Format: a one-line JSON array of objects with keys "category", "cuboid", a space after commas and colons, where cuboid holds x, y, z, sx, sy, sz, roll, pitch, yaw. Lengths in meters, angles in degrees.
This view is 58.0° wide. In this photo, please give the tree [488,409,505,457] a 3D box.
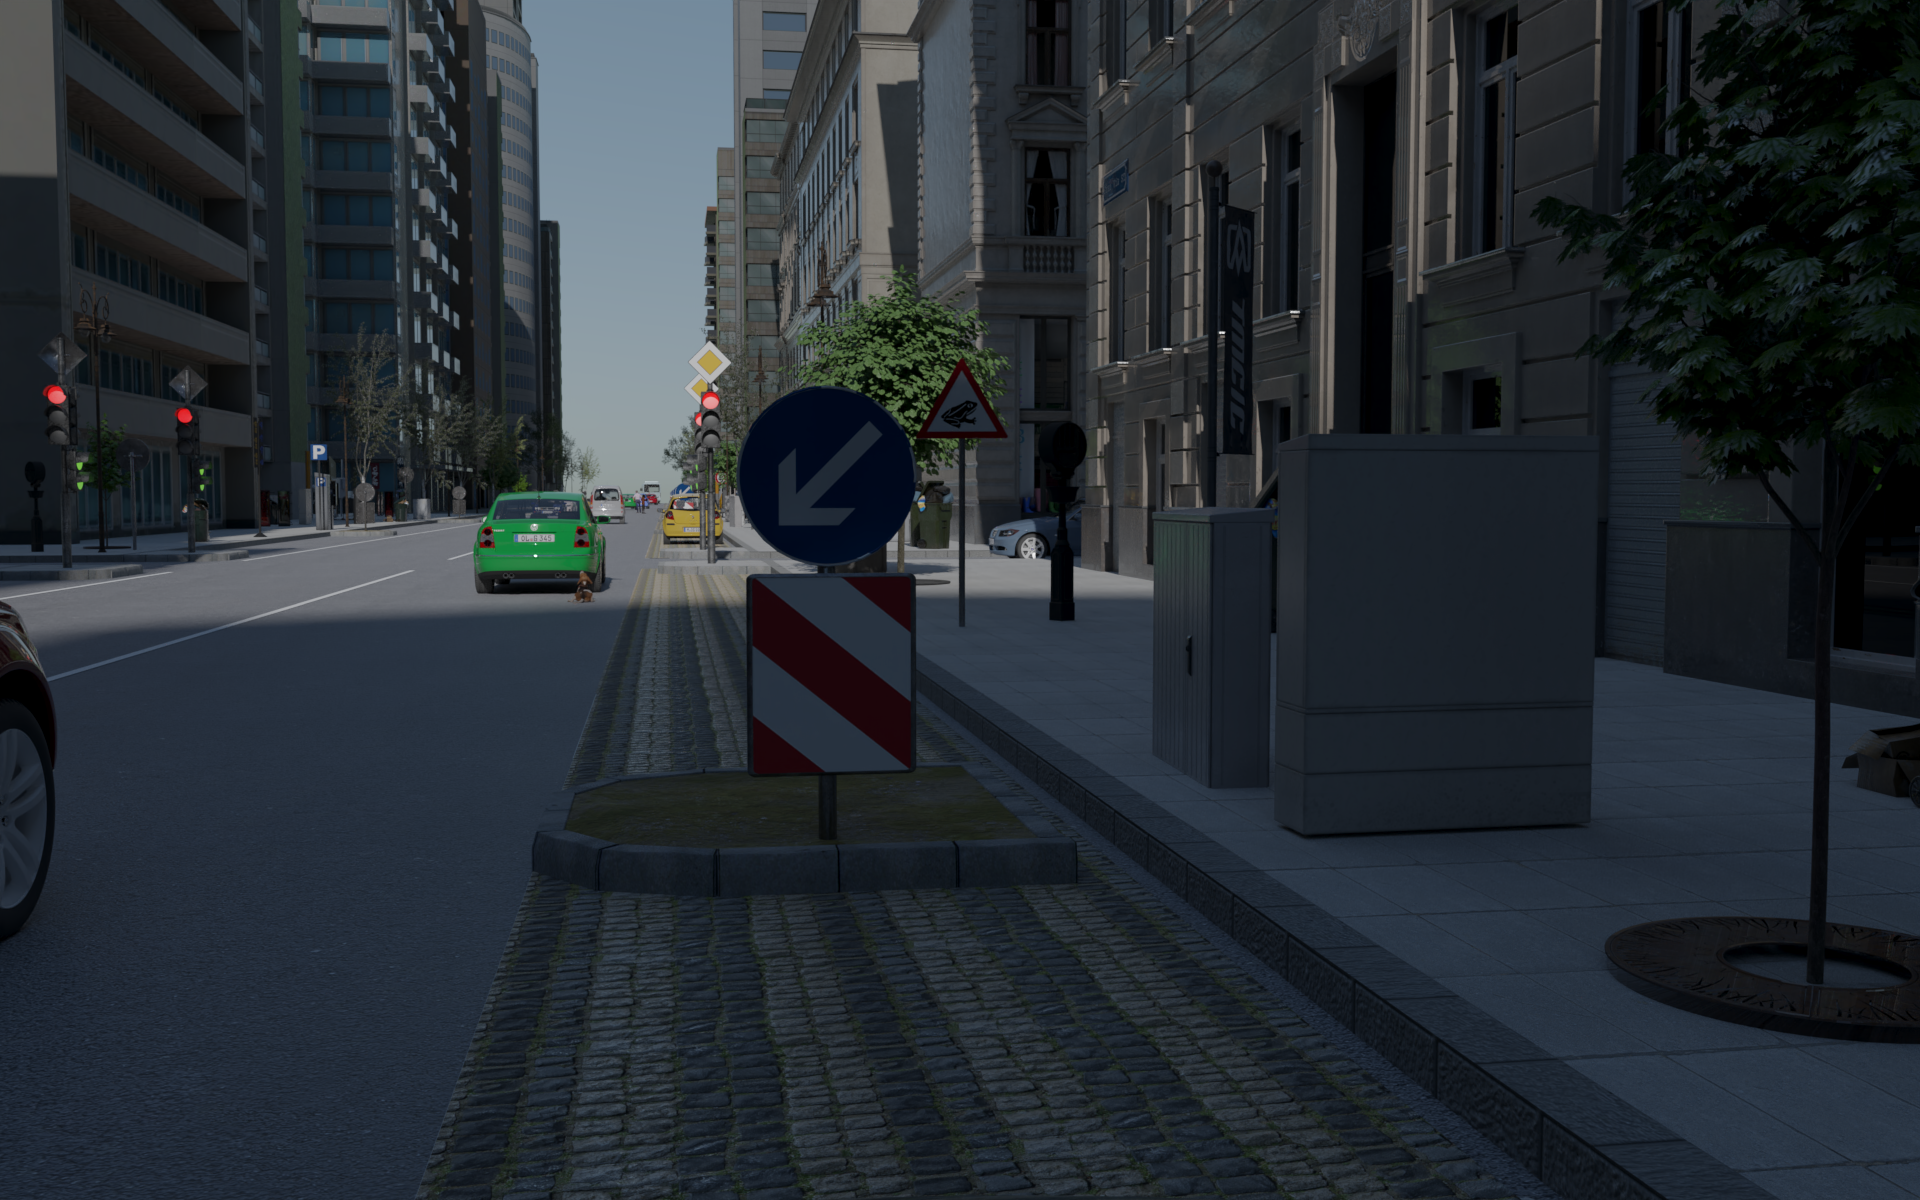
[{"category": "tree", "cuboid": [-30.292, -9.503, 105.731, 4.360, 8.622, 3.978, 0, 3, 0]}]

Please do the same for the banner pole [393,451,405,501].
[{"category": "banner pole", "cuboid": [-32.271, -6.699, 99.541, 0.863, 3.779, 0.401, 1, 4, 17]}]

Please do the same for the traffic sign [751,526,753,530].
[{"category": "traffic sign", "cuboid": [-7.484, -3.806, 62.334, 0.768, 2.556, 0.104, 0, 4, -2]}]

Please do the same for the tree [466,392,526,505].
[{"category": "tree", "cuboid": [-33.769, -10.741, 125.981, 4.737, 8.622, 4.395, 0, 3, 0]}]

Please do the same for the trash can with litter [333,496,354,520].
[{"category": "trash can with litter", "cuboid": [-30.410, -4.520, 84.954, 2.233, 1.210, 1.678, -2, 4, -27]}]

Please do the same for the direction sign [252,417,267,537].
[{"category": "direction sign", "cuboid": [-20.831, -3.636, 51.452, 0.379, 3.537, 0.876, 0, 4, -5]}]

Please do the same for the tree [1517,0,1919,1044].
[{"category": "tree", "cuboid": [2.206, -0.594, 4.318, 1.663, 3.219, 1.824, 0, 3, 0]}]

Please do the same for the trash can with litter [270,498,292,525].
[{"category": "trash can with litter", "cuboid": [-28.477, -3.724, 72.279, 1.055, 1.170, 0.624, -2, 4, -31]}]

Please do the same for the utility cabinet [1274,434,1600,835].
[{"category": "utility cabinet", "cuboid": [1.816, 0.125, 6.639, 1.173, 1.500, 0.318, -1, 4, -11]}]

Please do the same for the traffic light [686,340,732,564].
[{"category": "traffic light", "cuboid": [-4.605, -2.626, 31.859, 0.839, 4.253, 0.868, -1, 4, -10]}]

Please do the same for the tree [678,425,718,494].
[{"category": "tree", "cuboid": [-26.995, -14.006, 179.367, 4.737, 8.622, 4.395, 0, 3, 0]}]

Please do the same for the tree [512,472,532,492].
[{"category": "tree", "cuboid": [-38.219, -9.561, 150.915, 1.663, 3.219, 1.824, 0, 3, 0]}]

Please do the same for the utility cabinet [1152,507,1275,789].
[{"category": "utility cabinet", "cuboid": [1.144, 0.192, 8.021, 0.306, 1.237, 1.020, 0, 4, -8]}]

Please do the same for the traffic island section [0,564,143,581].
[{"category": "traffic island section", "cuboid": [-15.552, -0.481, 30.139, 2.009, 0.180, 2.903, -1, 4, -10]}]

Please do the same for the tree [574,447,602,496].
[{"category": "tree", "cuboid": [-57.123, -19.243, 264.979, 4.737, 8.622, 4.395, 0, 3, 0]}]

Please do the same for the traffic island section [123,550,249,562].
[{"category": "traffic island section", "cuboid": [-16.879, -0.962, 38.014, 2.009, 0.180, 2.903, -1, 4, -10]}]

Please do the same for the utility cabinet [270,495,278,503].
[{"category": "utility cabinet", "cuboid": [-31.249, -4.094, 78.102, 1.020, 1.237, 0.306, 1, 4, 22]}]

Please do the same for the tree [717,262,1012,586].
[{"category": "tree", "cuboid": [-0.936, -2.510, 24.745, 4.285, 4.588, 4.351, 0, 3, 0]}]

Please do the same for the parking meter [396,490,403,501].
[{"category": "parking meter", "cuboid": [-34.644, -6.034, 107.064, 0.372, 1.533, 0.369, 0, 3, 0]}]

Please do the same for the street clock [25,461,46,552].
[{"category": "street clock", "cuboid": [-20.456, -2.066, 38.352, 0.471, 2.002, 0.358, 2, 4, 34]}]

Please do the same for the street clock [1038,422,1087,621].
[{"category": "street clock", "cuboid": [1.036, -0.793, 17.531, 0.471, 2.002, 0.358, -3, 4, -38]}]

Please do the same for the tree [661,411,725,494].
[{"category": "tree", "cuboid": [-29.826, -15.991, 195.871, 8.767, 10.594, 7.601, 0, 4, 3]}]

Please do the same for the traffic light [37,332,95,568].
[{"category": "traffic light", "cuboid": [-15.511, -2.513, 30.012, 0.839, 4.253, 0.868, -1, 4, -10]}]

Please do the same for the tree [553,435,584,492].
[{"category": "tree", "cuboid": [-48.127, -15.960, 211.300, 4.360, 8.622, 3.978, 0, 3, 0]}]

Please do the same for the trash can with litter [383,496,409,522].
[{"category": "trash can with litter", "cuboid": [-25.847, -4.156, 79.331, 1.055, 1.170, 0.624, -3, 4, -36]}]

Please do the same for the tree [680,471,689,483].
[{"category": "tree", "cuboid": [-24.643, -11.357, 169.401, 4.285, 4.588, 4.351, 0, 3, 0]}]

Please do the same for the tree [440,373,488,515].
[{"category": "tree", "cuboid": [-28.094, -8.611, 91.160, 4.360, 8.622, 3.978, 0, 3, 0]}]

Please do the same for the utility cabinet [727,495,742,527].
[{"category": "utility cabinet", "cuboid": [-8.714, -3.433, 67.295, 0.306, 1.237, 1.020, -1, 4, -19]}]

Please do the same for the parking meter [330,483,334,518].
[{"category": "parking meter", "cuboid": [-31.539, -4.946, 86.576, 0.255, 1.863, 0.399, 1, 4, 22]}]

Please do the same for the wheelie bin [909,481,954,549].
[{"category": "wheelie bin", "cuboid": [-0.554, -1.997, 40.557, 0.693, 1.594, 0.980, 3, 4, 36]}]

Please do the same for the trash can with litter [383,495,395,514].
[{"category": "trash can with litter", "cuboid": [-36.218, -6.041, 109.829, 2.233, 1.210, 1.678, -2, 4, -24]}]

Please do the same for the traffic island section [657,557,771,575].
[{"category": "traffic island section", "cuboid": [-4.564, -0.593, 31.980, 2.009, 0.180, 2.903, -1, 4, -10]}]

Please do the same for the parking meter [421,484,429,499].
[{"category": "parking meter", "cuboid": [-31.425, -5.873, 101.731, 0.399, 1.863, 0.255, 0, 4, 1]}]

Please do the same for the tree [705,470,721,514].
[{"category": "tree", "cuboid": [-15.865, -7.143, 111.395, 1.663, 3.219, 1.824, 0, 3, 0]}]

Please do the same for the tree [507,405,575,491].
[{"category": "tree", "cuboid": [-44.629, -15.206, 183.033, 8.767, 10.594, 7.601, 0, 4, -3]}]

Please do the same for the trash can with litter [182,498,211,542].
[{"category": "trash can with litter", "cuboid": [-20.463, -2.146, 46.479, 0.624, 1.170, 1.055, -1, 4, -17]}]

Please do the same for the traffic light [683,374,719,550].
[{"category": "traffic light", "cuboid": [-5.933, -3.108, 39.733, 0.839, 4.253, 0.868, -1, 4, -10]}]

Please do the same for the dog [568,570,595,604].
[{"category": "dog", "cuboid": [-5.092, -0.175, 23.062, 0.550, 0.427, 0.748, 2, 4, 27]}]

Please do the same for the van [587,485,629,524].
[{"category": "van", "cuboid": [-17.027, -4.686, 83.626, 2.013, 2.044, 4.112, -1, 4, -11]}]

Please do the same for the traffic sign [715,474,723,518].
[{"category": "traffic sign", "cuboid": [-12.887, -5.739, 93.931, 0.768, 2.556, 0.104, 0, 4, -6]}]

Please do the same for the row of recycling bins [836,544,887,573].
[{"category": "row of recycling bins", "cuboid": [-1.795, -1.347, 29.143, 1.069, 1.692, 3.534, -1, 4, -9]}]

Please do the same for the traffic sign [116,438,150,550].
[{"category": "traffic sign", "cuboid": [-18.886, -2.413, 39.564, 0.768, 2.556, 0.104, 0, 4, -2]}]

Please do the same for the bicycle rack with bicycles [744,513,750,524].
[{"category": "bicycle rack with bicycles", "cuboid": [-8.183, -3.786, 75.276, 2.852, 0.926, 2.925, -1, 4, -17]}]

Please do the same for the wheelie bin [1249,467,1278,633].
[{"category": "wheelie bin", "cuboid": [3.041, -0.509, 16.224, 0.693, 1.594, 0.980, 0, 4, 5]}]

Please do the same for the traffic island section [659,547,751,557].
[{"category": "traffic island section", "cuboid": [-5.891, -1.075, 39.854, 2.009, 0.180, 2.903, -1, 4, -10]}]

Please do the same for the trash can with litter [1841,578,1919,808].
[{"category": "trash can with litter", "cuboid": [4.056, 0.260, 7.141, 0.624, 1.170, 1.055, 0, 4, -7]}]

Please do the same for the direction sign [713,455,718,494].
[{"category": "direction sign", "cuboid": [-13.559, -6.345, 95.742, 0.379, 3.537, 0.876, -3, 4, -37]}]

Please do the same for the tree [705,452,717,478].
[{"category": "tree", "cuboid": [-11.380, -6.505, 90.063, 4.285, 4.588, 4.351, 0, 3, 0]}]

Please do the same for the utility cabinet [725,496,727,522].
[{"category": "utility cabinet", "cuboid": [-10.788, -4.254, 80.707, 0.306, 1.237, 1.020, 0, 4, -4]}]

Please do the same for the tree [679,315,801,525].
[{"category": "tree", "cuboid": [-8.872, -7.398, 71.316, 4.360, 8.622, 3.978, 0, 3, 0]}]

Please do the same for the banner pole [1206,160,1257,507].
[{"category": "banner pole", "cuboid": [2.051, -1.423, 13.278, 0.401, 3.779, 0.863, 3, 4, 38]}]

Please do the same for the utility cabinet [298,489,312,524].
[{"category": "utility cabinet", "cuboid": [-27.587, -3.929, 72.915, 0.318, 1.500, 1.173, -1, 4, -10]}]

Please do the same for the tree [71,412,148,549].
[{"category": "tree", "cuboid": [-19.950, -2.820, 40.716, 1.663, 3.219, 1.824, 0, 3, 0]}]

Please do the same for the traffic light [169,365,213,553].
[{"category": "traffic light", "cuboid": [-16.838, -2.995, 37.886, 0.839, 4.253, 0.868, -1, 4, -10]}]

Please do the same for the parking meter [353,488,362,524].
[{"category": "parking meter", "cuboid": [-25.631, -3.995, 73.735, 0.372, 1.533, 0.369, 0, 3, 0]}]

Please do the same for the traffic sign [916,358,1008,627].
[{"category": "traffic sign", "cuboid": [0.018, -1.020, 16.686, 0.884, 2.594, 0.081, 0, 4, 0]}]

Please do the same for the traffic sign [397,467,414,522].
[{"category": "traffic sign", "cuboid": [-25.719, -4.908, 80.348, 0.768, 2.556, 0.104, 0, 4, -5]}]

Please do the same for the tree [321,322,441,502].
[{"category": "tree", "cuboid": [-25.755, -7.633, 75.162, 4.360, 8.622, 3.978, 0, 3, 0]}]

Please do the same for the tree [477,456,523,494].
[{"category": "tree", "cuboid": [-35.296, -9.128, 132.959, 4.285, 4.588, 4.351, 0, 3, 0]}]

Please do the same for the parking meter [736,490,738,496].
[{"category": "parking meter", "cuboid": [-14.604, -6.537, 112.586, 0.399, 1.863, 0.255, -3, 4, -37]}]
